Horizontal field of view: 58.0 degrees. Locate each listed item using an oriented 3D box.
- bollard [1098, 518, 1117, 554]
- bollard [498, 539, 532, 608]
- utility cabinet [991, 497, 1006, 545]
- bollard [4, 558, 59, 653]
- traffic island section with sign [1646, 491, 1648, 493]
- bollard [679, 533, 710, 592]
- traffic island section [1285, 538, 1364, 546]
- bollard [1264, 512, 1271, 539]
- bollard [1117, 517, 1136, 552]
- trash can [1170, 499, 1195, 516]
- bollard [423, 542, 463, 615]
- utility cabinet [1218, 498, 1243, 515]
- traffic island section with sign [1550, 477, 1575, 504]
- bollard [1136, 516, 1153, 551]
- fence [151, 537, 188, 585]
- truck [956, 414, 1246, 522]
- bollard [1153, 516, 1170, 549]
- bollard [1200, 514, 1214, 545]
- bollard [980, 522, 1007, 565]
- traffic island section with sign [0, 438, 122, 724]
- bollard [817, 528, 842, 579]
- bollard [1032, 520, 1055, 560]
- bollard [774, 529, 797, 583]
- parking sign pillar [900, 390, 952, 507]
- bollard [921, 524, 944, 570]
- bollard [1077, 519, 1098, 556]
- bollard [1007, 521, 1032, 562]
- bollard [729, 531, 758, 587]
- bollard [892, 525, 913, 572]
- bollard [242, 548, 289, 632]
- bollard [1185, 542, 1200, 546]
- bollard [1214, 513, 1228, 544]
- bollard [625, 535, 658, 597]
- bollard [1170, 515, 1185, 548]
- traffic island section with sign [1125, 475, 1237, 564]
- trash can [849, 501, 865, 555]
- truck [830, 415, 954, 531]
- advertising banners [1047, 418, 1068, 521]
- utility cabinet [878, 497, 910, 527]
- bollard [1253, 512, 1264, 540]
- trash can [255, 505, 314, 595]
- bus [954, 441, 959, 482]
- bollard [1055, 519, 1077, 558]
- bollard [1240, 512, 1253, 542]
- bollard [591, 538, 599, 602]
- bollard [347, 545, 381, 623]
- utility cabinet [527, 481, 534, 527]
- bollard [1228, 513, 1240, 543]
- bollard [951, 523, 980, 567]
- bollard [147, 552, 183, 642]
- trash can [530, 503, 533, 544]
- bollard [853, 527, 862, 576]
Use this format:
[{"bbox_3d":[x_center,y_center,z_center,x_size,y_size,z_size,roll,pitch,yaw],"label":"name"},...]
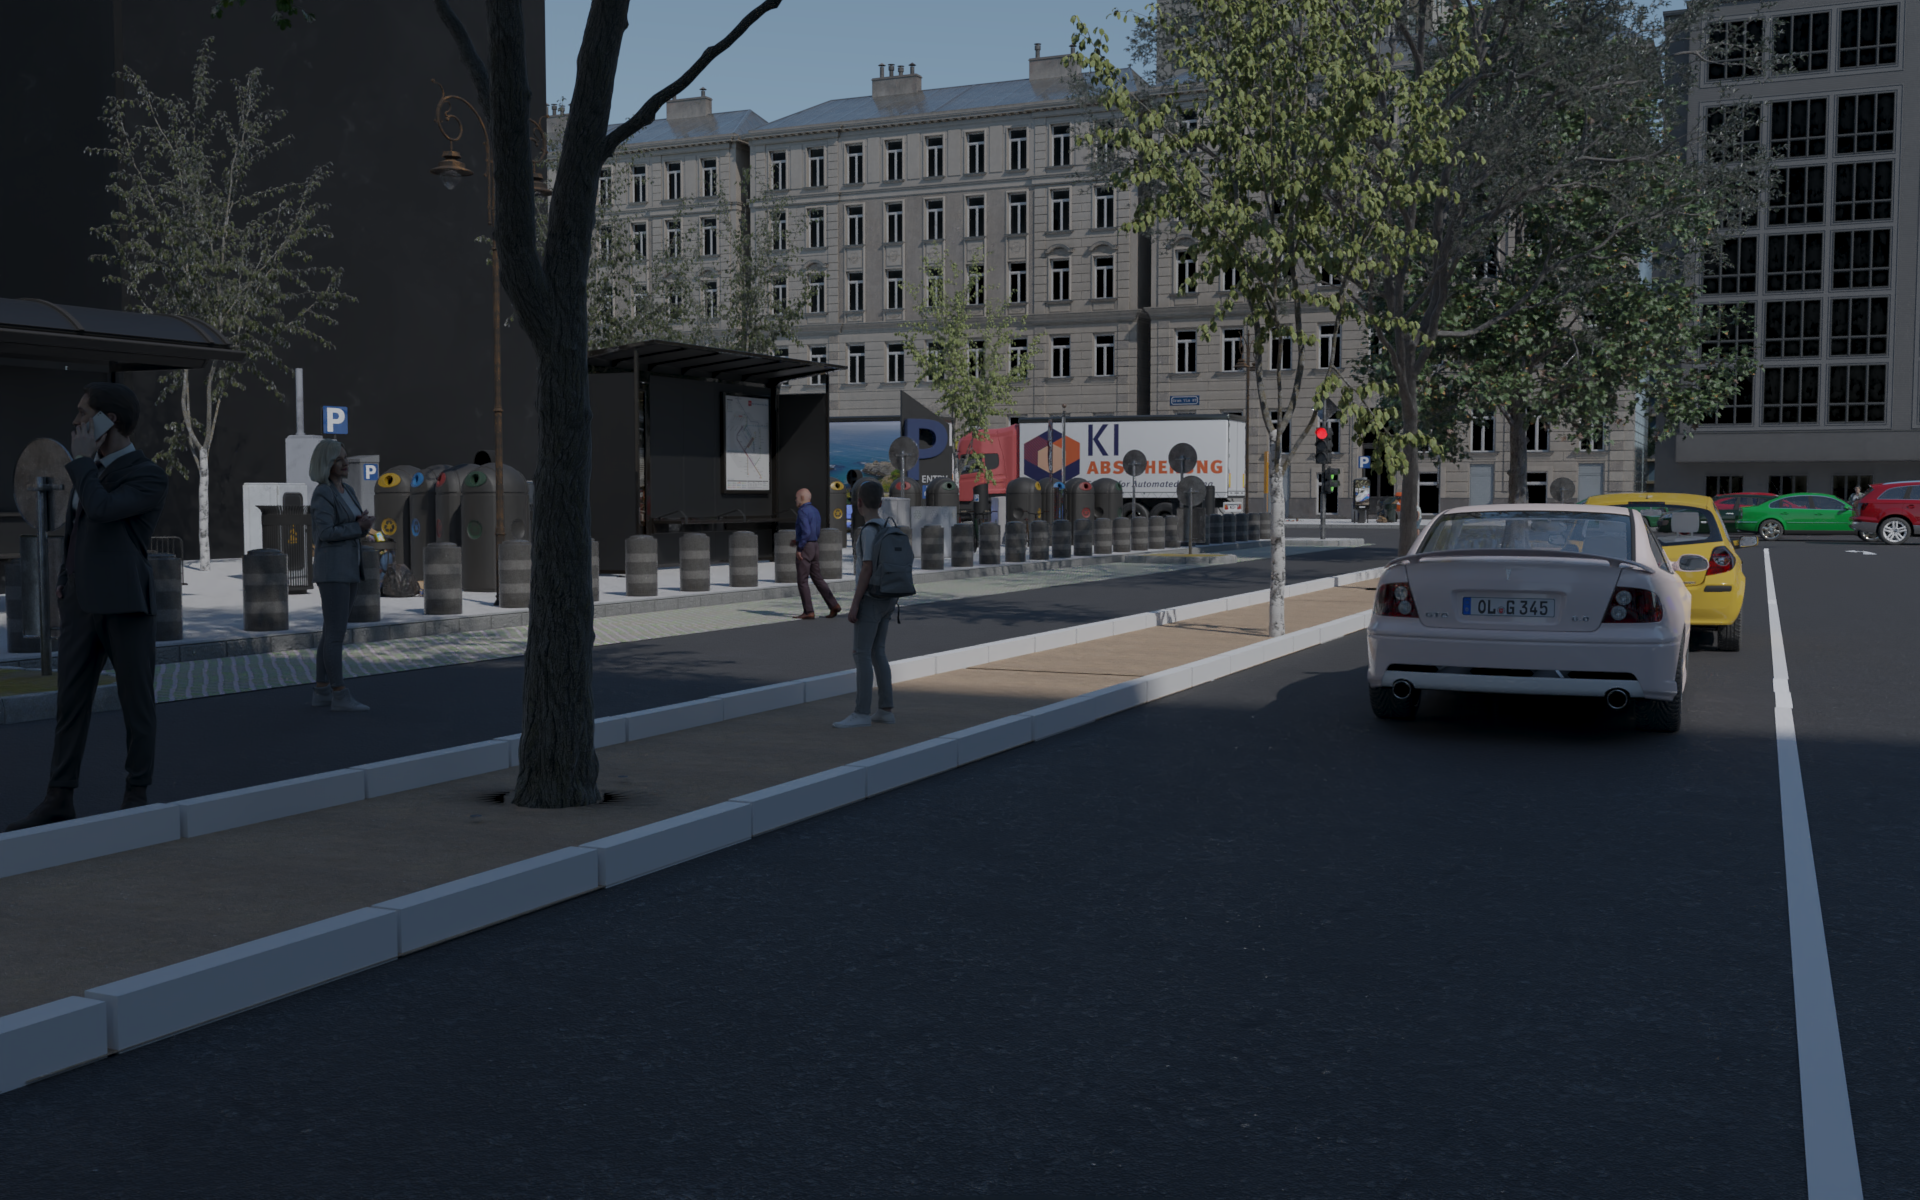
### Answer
[{"bbox_3d":[3.064,-1.371,37.125,0.404,0.777,0.398,0,3,0],"label":"bollard"},{"bbox_3d":[-5.022,-0.300,19.617,0.404,0.777,0.398,0,3,0],"label":"bollard"},{"bbox_3d":[1.022,-2.039,44.499,0.306,1.237,1.020,-1,4,-9],"label":"utility cabinet"},{"bbox_3d":[-7.555,0.036,14.123,0.404,0.777,0.398,0,3,0],"label":"bollard"},{"bbox_3d":[71.791,-10.569,181.438,1.989,1.847,2.006,2,4,25],"label":"traffic island section with sign"},{"bbox_3d":[-3.505,-0.500,22.894,0.404,0.777,0.398,0,3,0],"label":"bollard"},{"bbox_3d":[10.237,-1.633,48.980,2.009,0.180,2.903,2,4,25],"label":"traffic island section"},{"bbox_3d":[8.635,-2.109,49.192,0.404,0.777,0.398,0,3,0],"label":"bollard"},{"bbox_3d":[3.569,-1.438,38.222,0.404,0.777,0.398,0,3,0],"label":"bollard"},{"bbox_3d":[5.883,-2.078,45.622,0.748,1.137,0.748,0,3,0],"label":"trash can"},{"bbox_3d":[-5.529,-0.232,18.513,0.404,0.777,0.398,0,3,0],"label":"bollard"},{"bbox_3d":[12.951,-4.543,82.955,1.173,1.500,0.318,1,4,16],"label":"utility cabinet"},{"bbox_3d":[16.104,-2.349,46.543,2.006,1.907,1.989,2,4,25],"label":"traffic island section with sign"},{"bbox_3d":[4.076,-1.505,39.317,0.404,0.777,0.398,0,3,0],"label":"bollard"},{"bbox_3d":[-11.818,-0.524,23.936,2.069,0.683,0.278,-2,4,-30],"label":"fence"},{"bbox_3d":[4.695,-4.570,63.625,11.283,4.237,2.839,2,4,24],"label":"truck"},{"bbox_3d":[4.578,-1.571,40.409,0.404,0.777,0.398,0,3,0],"label":"bollard"},{"bbox_3d":[6.095,-1.772,43.694,0.404,0.777,0.398,0,3,0],"label":"bollard"},{"bbox_3d":[0.543,-1.036,31.662,0.404,0.777,0.398,0,3,0],"label":"bollard"},{"bbox_3d":[-6.671,-0.177,11.524,1.989,1.847,2.006,2,4,25],"label":"traffic island section with sign"},{"bbox_3d":[-1.981,-0.702,26.194,0.404,0.777,0.398,0,3,0],"label":"bollard"},{"bbox_3d":[1.549,-1.170,33.846,0.404,0.777,0.398,0,3,0],"label":"bollard"},{"bbox_3d":[-2.488,-0.635,25.100,0.404,0.777,0.398,0,3,0],"label":"bollard"},{"bbox_3d":[-0.870,-3.454,44.950,1.447,3.967,1.447,-1,4,-17],"label":"parking sign pillar"},{"bbox_3d":[-0.469,-0.902,29.469,0.404,0.777,0.398,0,3,0],"label":"bollard"},{"bbox_3d":[2.560,-1.303,36.028,0.404,0.777,0.398,0,3,0],"label":"bollard"},{"bbox_3d":[1.048,-1.103,32.753,0.404,0.777,0.398,0,3,0],"label":"bollard"},{"bbox_3d":[-3.000,-0.567,23.995,0.404,0.777,0.398,0,3,0],"label":"bollard"},{"bbox_3d":[-0.978,-0.836,28.379,0.404,0.777,0.398,0,3,0],"label":"bollard"},{"bbox_3d":[-6.543,-0.098,16.318,0.404,0.777,0.398,0,3,0],"label":"bollard"},{"bbox_3d":[5.592,-1.705,42.595,0.404,0.777,0.398,0,3,0],"label":"bollard"},{"bbox_3d":[6.603,-1.839,44.783,0.404,0.777,0.398,0,3,0],"label":"bollard"},{"bbox_3d":[-4.010,-0.433,21.803,0.404,0.777,0.398,0,3,0],"label":"bollard"},{"bbox_3d":[5.086,-1.638,41.499,0.404,0.777,0.398,0,3,0],"label":"bollard"},{"bbox_3d":[4.702,-1.684,36.169,1.989,1.847,2.006,2,4,25],"label":"traffic island section with sign"},{"bbox_3d":[-1.864,-1.420,34.870,0.748,1.137,0.748,0,3,0],"label":"trash can"},{"bbox_3d":[-5.787,-4.618,64.420,11.283,4.237,2.839,2,4,24],"label":"truck"},{"bbox_3d":[2.209,-2.650,39.520,0.090,3.025,2.074,0,4,-8],"label":"advertising banners"},{"bbox_3d":[-1.364,-1.331,32.932,0.306,1.237,1.020,3,4,36],"label":"utility cabinet"},{"bbox_3d":[8.123,-2.041,48.081,0.404,0.777,0.398,0,3,0],"label":"bollard"},{"bbox_3d":[-8.617,-0.645,22.196,0.748,1.137,0.748,0,3,0],"label":"trash can"},{"bbox_3d":[-0.094,-5.055,74.202,12.252,3.916,2.896,2,4,24],"label":"bus"},{"bbox_3d":[2.050,-1.237,34.939,0.404,0.777,0.398,0,3,0],"label":"bollard"},{"bbox_3d":[7.617,-1.973,46.981,0.404,0.777,0.398,0,3,0],"label":"bollard"},{"bbox_3d":[-4.520,-0.366,20.709,0.404,0.777,0.398,0,3,0],"label":"bollard"},{"bbox_3d":[-6.040,-0.165,17.413,0.404,0.777,0.398,0,3,0],"label":"bollard"},{"bbox_3d":[-6.745,-1.252,29.157,1.173,1.500,0.318,-1,4,-22],"label":"utility cabinet"},{"bbox_3d":[7.105,-1.906,45.875,0.404,0.777,0.398,0,3,0],"label":"bollard"},{"bbox_3d":[0.040,-0.970,30.571,0.404,0.777,0.398,0,3,0],"label":"bollard"},{"bbox_3d":[-7.052,-0.030,15.216,0.404,0.777,0.398,0,3,0],"label":"bollard"},{"bbox_3d":[-6.392,-0.895,26.295,0.748,1.137,0.748,0,3,0],"label":"trash can"},{"bbox_3d":[-1.480,-0.769,27.287,0.404,0.777,0.398,0,3,0],"label":"bollard"}]
